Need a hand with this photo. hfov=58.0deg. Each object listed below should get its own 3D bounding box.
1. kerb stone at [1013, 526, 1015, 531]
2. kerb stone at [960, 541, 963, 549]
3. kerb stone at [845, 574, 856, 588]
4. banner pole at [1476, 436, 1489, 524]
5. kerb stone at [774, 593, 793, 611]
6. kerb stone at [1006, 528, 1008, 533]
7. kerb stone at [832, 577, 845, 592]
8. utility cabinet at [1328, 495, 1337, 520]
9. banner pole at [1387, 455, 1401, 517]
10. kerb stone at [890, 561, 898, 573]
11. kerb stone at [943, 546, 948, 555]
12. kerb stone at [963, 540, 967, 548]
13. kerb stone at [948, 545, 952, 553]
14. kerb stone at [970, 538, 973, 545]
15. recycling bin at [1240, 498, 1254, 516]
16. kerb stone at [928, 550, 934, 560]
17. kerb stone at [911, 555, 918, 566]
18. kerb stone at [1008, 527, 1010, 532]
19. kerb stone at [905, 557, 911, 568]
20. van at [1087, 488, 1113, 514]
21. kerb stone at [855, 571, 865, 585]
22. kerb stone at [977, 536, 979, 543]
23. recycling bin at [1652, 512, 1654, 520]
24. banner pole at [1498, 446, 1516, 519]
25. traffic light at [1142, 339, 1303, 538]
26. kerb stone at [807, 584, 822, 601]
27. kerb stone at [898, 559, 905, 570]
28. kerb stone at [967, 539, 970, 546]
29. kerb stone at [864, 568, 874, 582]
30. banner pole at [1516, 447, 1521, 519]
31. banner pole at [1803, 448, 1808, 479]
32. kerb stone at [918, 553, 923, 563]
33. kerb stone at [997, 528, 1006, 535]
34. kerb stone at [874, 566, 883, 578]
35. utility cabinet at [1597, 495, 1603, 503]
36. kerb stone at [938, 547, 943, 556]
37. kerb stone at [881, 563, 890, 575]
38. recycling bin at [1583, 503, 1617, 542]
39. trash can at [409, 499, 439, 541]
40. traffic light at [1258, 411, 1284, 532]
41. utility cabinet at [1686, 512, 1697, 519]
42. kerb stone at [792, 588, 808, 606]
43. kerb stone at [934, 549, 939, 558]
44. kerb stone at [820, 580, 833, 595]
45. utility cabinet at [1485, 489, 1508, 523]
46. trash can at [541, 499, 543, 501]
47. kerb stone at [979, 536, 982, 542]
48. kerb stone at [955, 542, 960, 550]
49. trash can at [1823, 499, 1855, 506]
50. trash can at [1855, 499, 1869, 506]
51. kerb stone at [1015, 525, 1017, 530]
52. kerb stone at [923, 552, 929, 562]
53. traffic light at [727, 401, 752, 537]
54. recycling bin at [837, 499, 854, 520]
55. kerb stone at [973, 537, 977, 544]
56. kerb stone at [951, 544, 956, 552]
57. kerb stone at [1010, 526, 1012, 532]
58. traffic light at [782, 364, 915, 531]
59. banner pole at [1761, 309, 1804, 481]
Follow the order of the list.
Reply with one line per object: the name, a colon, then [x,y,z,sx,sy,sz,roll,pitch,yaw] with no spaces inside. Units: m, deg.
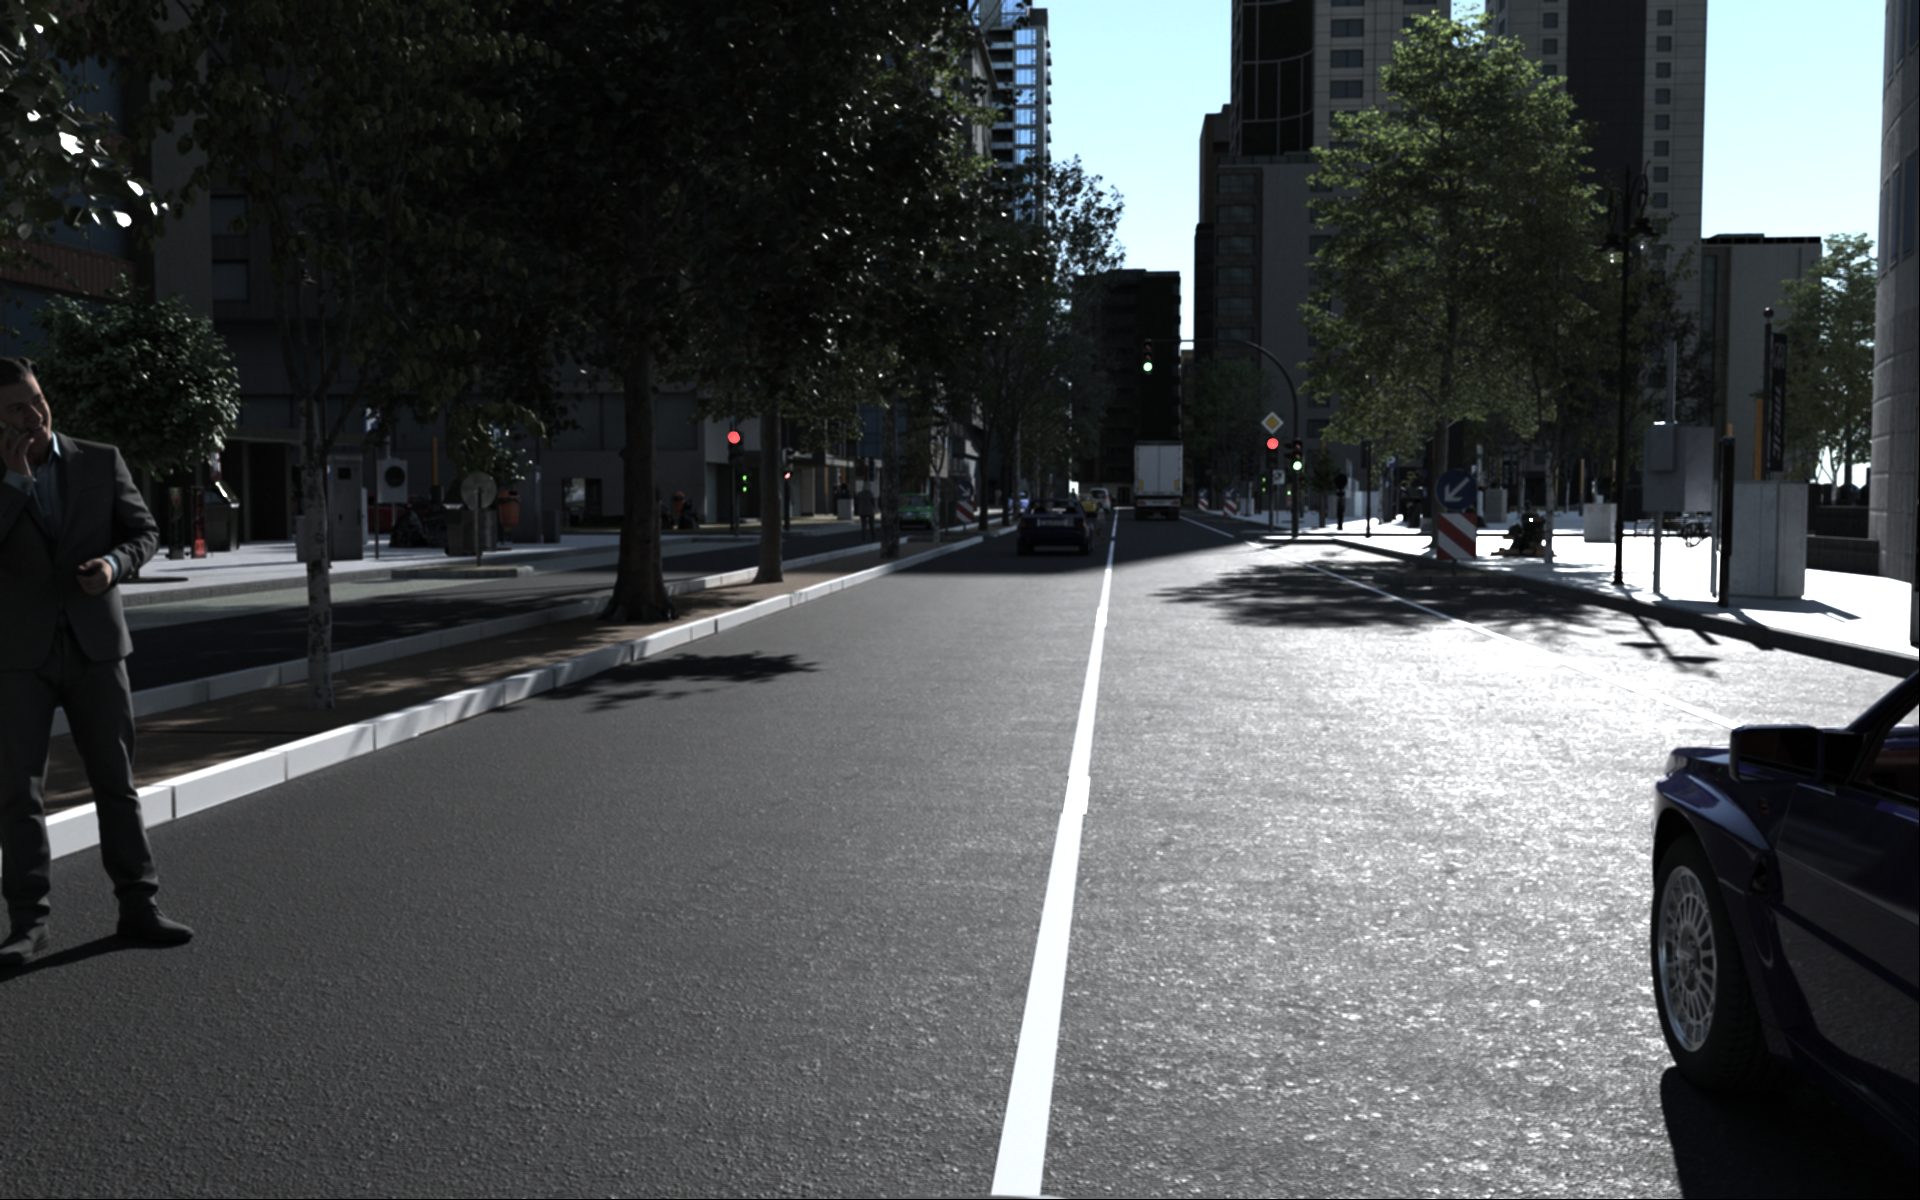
kerb stone: [1.942,-2.729,66.861,0.120,0.150,1.000,0,4,5]
kerb stone: [-0.081,-1.390,44.923,0.120,0.150,1.000,0,4,5]
kerb stone: [-1.773,-0.266,26.537,0.120,0.150,1.000,0,4,5]
banner pole: [22.507,-5.181,74.734,0.863,3.779,0.401,-3,4,-37]
kerb stone: [-2.250,0.046,21.436,0.120,0.150,1.000,0,4,5]
kerb stone: [1.571,-2.474,62.773,0.120,0.150,1.000,0,4,5]
kerb stone: [-1.874,-0.203,25.512,0.120,0.150,1.000,0,4,5]
utility cabinet: [18.730,-4.643,87.071,0.306,1.237,1.020,0,4,2]
banner pole: [24.693,-6.646,98.680,0.863,3.779,0.401,0,4,-1]
kerb stone: [-1.306,-0.577,31.637,0.120,0.150,1.000,0,4,5]
kerb stone: [-0.446,-1.140,40.830,0.120,0.150,1.000,0,4,5]
kerb stone: [0.015,-1.452,45.941,0.120,0.150,1.000,0,4,5]
kerb stone: [-0.369,-1.202,41.856,0.120,0.150,1.000,0,4,5]
kerb stone: [0.198,-1.574,47.985,0.120,0.150,1.000,0,4,5]
recycling bin: [17.014,-5.510,102.640,0.722,1.027,0.722,1,4,19]
kerb stone: [-0.739,-0.947,37.765,0.120,0.150,1.000,0,4,5]
kerb stone: [-1.016,-0.761,34.703,0.120,0.150,1.000,0,4,5]
kerb stone: [1.652,-2.544,63.792,0.120,0.150,1.000,0,4,5]
kerb stone: [-1.113,-0.699,33.686,0.120,0.150,1.000,0,4,5]
van: [10.230,-7.356,127.280,2.013,2.044,4.112,0,4,7]
kerb stone: [-1.678,-0.328,27.555,0.120,0.150,1.000,0,4,5]
kerb stone: [0.385,-1.700,50.020,0.120,0.150,1.000,0,4,5]
recycling bin: [34.615,-4.450,85.313,0.722,1.027,0.722,-3,4,-37]
banner pole: [28.005,-6.073,89.308,0.863,3.779,0.401,3,4,38]
traffic light: [7.723,-4.657,50.812,4.771,5.953,1.251,0,4,5]
kerb stone: [-2.051,-0.078,23.471,0.120,0.150,1.000,0,4,5]
kerb stone: [-1.209,-0.635,32.657,0.120,0.150,1.000,0,4,5]
kerb stone: [0.109,-1.515,46.967,0.120,0.150,1.000,0,4,5]
kerb stone: [-1.588,-0.390,28.576,0.120,0.150,1.000,0,4,5]
banner pole: [29.129,-6.156,90.665,0.401,3.779,0.863,-1,4,-21]
banner pole: [45.430,-6.311,93.202,0.401,3.779,0.863,0,4,5]
kerb stone: [-0.930,-0.827,35.723,0.120,0.150,1.000,0,4,5]
kerb stone: [1.470,-2.419,61.748,0.120,0.150,1.000,0,4,5]
kerb stone: [-1.494,-0.447,29.597,0.120,0.150,1.000,0,4,5]
utility cabinet: [44.191,-6.663,120.109,1.020,1.237,0.306,-2,4,-35]
kerb stone: [-0.552,-1.078,39.814,0.120,0.150,1.000,0,4,5]
kerb stone: [-1.400,-0.515,30.614,0.120,0.150,1.000,0,4,5]
recycling bin: [17.261,-2.087,46.680,0.722,1.027,0.722,2,4,34]
trash can: [-14.250,-2.106,46.081,0.748,1.137,0.748,0,3,0]
traffic light: [10.546,-4.269,58.713,0.839,4.253,0.868,0,4,5]
utility cabinet: [38.203,-4.891,91.132,1.020,1.237,0.306,3,5,41]
kerb stone: [-2.148,-0.014,22.453,0.120,0.150,1.000,0,4,5]
kerb stone: [-0.645,-1.015,38.796,0.120,0.150,1.000,0,4,5]
kerb stone: [-1.973,-0.140,24.491,0.120,0.150,1.000,0,4,5]
utility cabinet: [23.743,-4.161,76.710,0.318,1.500,1.173,-1,4,-18]
trash can: [-12.220,-2.300,49.254,0.748,1.137,0.748,0,3,0]
kerb stone: [0.484,-1.754,51.038,0.120,0.150,1.000,0,4,5]
kerb stone: [-0.174,-1.327,43.905,0.120,0.150,1.000,0,4,5]
trash can: [20.847,-1.825,41.492,0.748,1.137,0.748,0,3,0]
trash can: [26.010,-2.323,49.637,0.748,1.137,0.748,0,3,0]
kerb stone: [2.034,-2.794,67.879,0.120,0.150,1.000,0,4,5]
kerb stone: [-0.831,-0.890,36.746,0.120,0.150,1.000,0,4,5]
traffic light: [-6.729,-3.874,52.263,0.839,4.253,0.868,0,4,5]
recycling bin: [-5.630,-4.437,85.106,0.722,1.027,0.722,0,4,5]
kerb stone: [0.297,-1.633,49.002,0.120,0.150,1.000,0,4,5]
kerb stone: [-0.273,-1.260,42.886,0.120,0.150,1.000,0,4,5]
kerb stone: [1.749,-2.606,64.810,0.120,0.150,1.000,0,4,5]
traffic light: [-3.906,-5.223,60.058,4.771,5.953,1.251,0,4,5]
banner pole: [11.088,-2.057,23.650,0.863,3.779,0.401,-3,5,-43]
